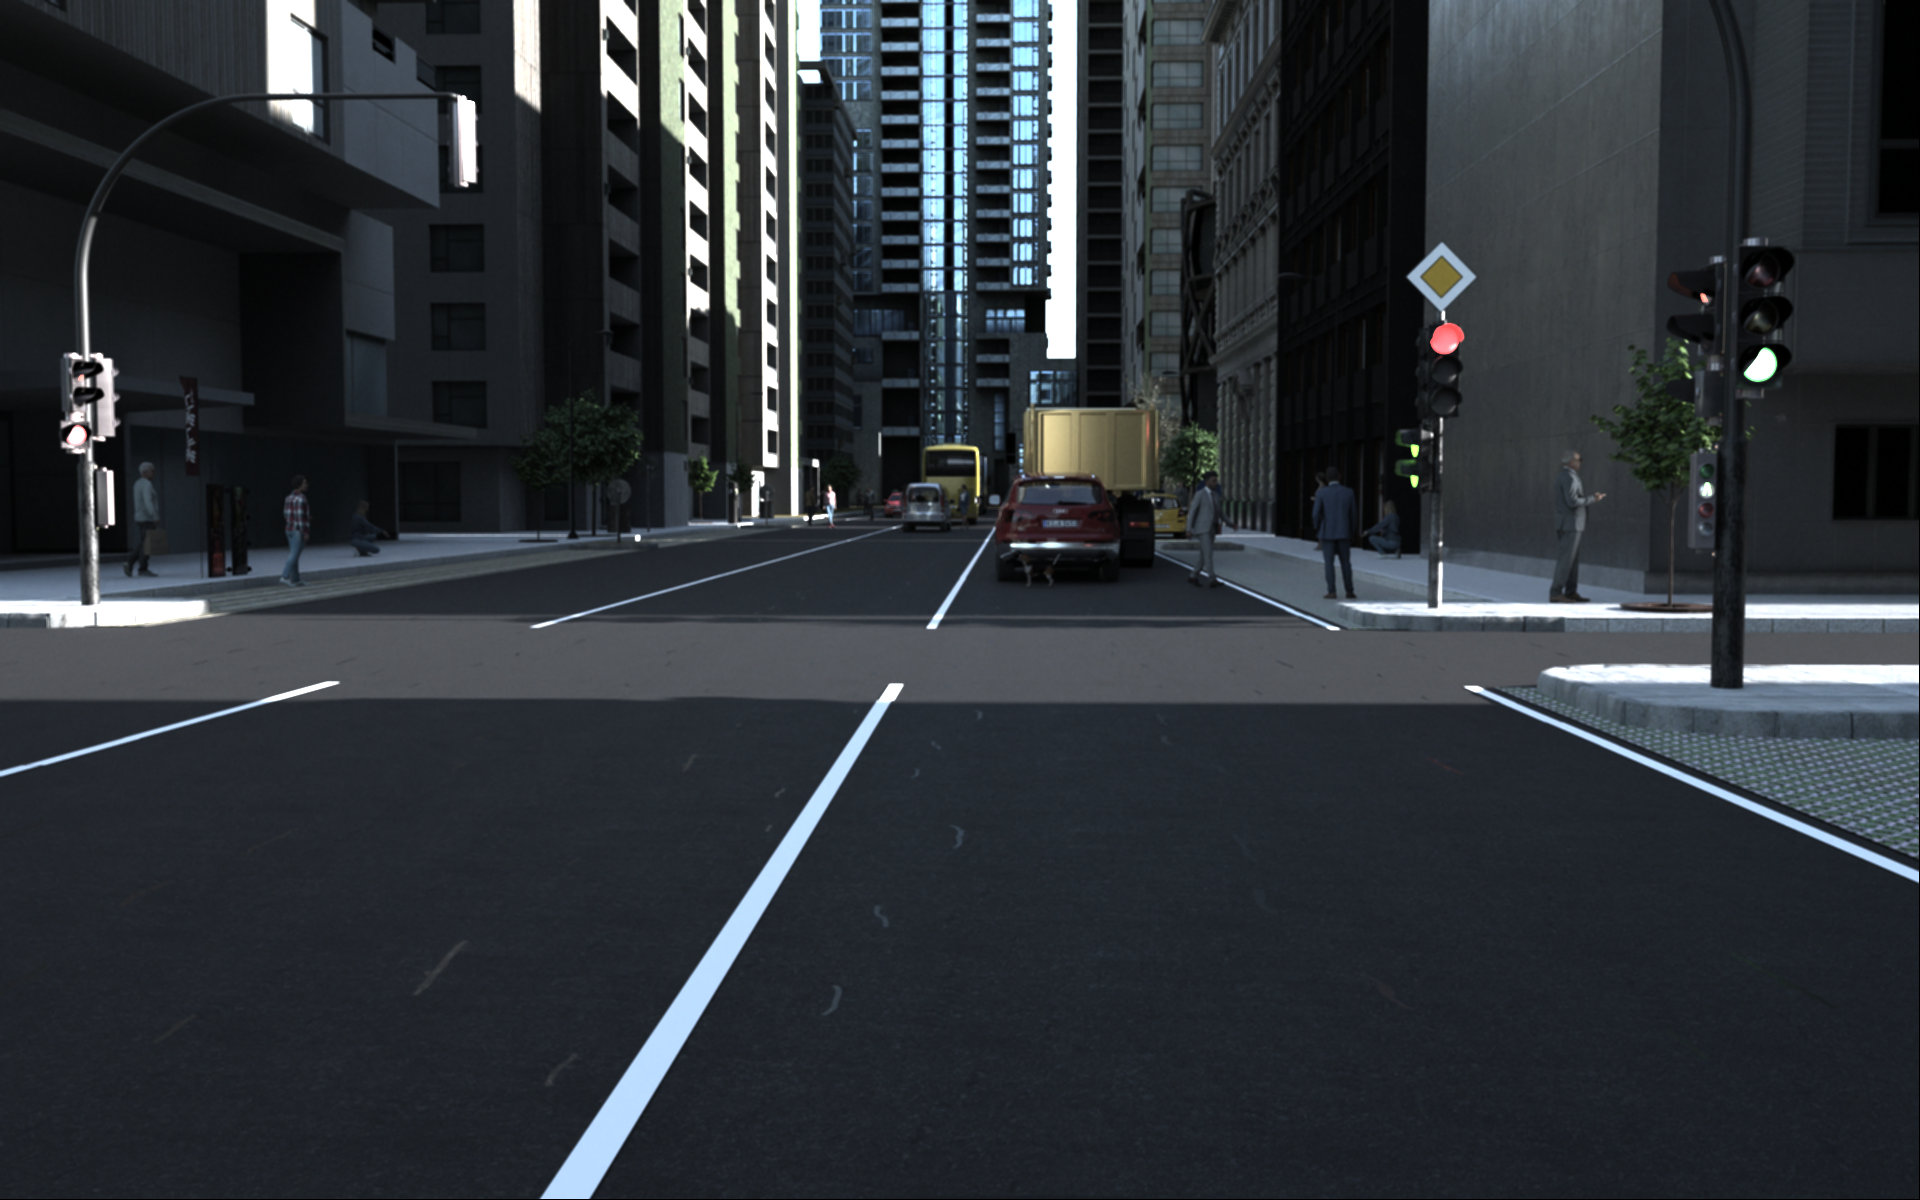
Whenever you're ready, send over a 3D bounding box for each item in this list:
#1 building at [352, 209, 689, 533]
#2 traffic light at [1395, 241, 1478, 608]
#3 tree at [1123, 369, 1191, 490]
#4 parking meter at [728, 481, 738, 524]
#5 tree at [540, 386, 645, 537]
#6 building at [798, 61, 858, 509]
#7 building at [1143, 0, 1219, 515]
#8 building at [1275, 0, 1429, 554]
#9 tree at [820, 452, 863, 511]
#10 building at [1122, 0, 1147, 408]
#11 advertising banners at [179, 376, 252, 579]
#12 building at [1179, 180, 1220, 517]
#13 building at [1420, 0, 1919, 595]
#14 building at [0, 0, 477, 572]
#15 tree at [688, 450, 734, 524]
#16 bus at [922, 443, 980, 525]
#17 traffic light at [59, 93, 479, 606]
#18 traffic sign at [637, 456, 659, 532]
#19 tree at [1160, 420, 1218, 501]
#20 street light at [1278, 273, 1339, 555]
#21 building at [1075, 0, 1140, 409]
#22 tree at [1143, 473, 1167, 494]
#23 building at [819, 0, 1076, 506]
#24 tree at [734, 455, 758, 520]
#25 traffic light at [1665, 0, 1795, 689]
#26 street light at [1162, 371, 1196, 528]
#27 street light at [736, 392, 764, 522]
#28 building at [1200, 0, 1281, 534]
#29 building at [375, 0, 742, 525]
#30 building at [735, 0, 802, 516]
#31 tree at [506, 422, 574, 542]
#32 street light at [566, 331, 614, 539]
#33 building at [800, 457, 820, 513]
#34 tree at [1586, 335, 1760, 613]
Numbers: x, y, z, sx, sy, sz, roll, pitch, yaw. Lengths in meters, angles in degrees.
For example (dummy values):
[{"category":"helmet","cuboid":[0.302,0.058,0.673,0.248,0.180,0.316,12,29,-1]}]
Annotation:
[{"category":"building","cuboid":[-18.221,-17.788,62.537,14.160,30.474,14.107,0,4,2]},{"category":"traffic light","cuboid":[5.330,-1.864,19.395,0.839,4.253,0.868,0,4,2]},{"category":"tree","cuboid":[11.359,-9.244,101.499,4.360,8.622,3.978,0,3,0]},{"category":"parking meter","cuboid":[-9.796,-4.222,74.735,0.399,1.863,0.255,2,4,26]},{"category":"tree","cuboid":[-11.225,-4.217,52.660,4.285,4.588,4.351,0,3,0]},{"category":"building","cuboid":[-21.675,-28.301,154.601,23.993,40.220,32.217,0,4,2]},{"category":"building","cuboid":[18.991,-26.253,112.826,14.154,41.232,14.086,0,4,2]},{"category":"building","cuboid":[15.490,-13.107,43.978,12.332,23.373,15.834,0,4,2]},{"category":"tree","cuboid":[-9.147,-9.185,133.885,4.285,4.588,4.351,0,3,0]},{"category":"building","cuboid":[26.798,-33.285,133.444,28.713,52.752,27.495,0,4,2]},{"category":"advertising banners","cuboid":[-11.466,-1.865,26.680,0.090,3.025,2.074,0,4,3]},{"category":"building","cuboid":[19.276,-13.360,85.886,16.820,18.784,16.811,0,4,2]},{"category":"building","cuboid":[23.833,-12.673,26.265,30.058,24.678,14.314,0,4,2]},{"category":"building","cuboid":[-27.181,-27.165,33.386,28.713,52.752,27.495,0,4,2]},{"category":"tree","cuboid":[-11.261,-4.966,75.789,1.663,3.219,1.824,0,3,0]},{"category":"bus","cuboid":[-0.417,-5.569,82.594,2.896,3.916,12.252,0,3,0]},{"category":"traffic light","cuboid":[-7.930,-2.763,19.847,4.771,5.953,1.251,0,4,2]},{"category":"traffic sign","cuboid":[-10.483,-3.554,58.217,0.768,2.556,0.104,0,4,5]},{"category":"tree","cuboid":[10.238,-5.603,75.325,4.285,4.588,4.351,0,3,0]},{"category":"street light","cuboid":[7.384,-3.916,36.564,1.470,5.913,1.316,0,4,2]},{"category":"building","cuboid":[23.052,-45.835,187.646,20.611,71.187,20.563,0,4,2]},{"category":"tree","cuboid":[9.674,-5.637,86.765,1.663,3.219,1.824,0,3,0]},{"category":"building","cuboid":[-3.039,-53.596,188.959,31.000,86.520,22.319,0,4,2]},{"category":"tree","cuboid":[-10.593,-5.501,84.549,1.663,3.219,1.824,0,3,0]},{"category":"traffic light","cuboid":[2.975,-2.243,11.341,4.771,5.953,1.251,0,4,2]},{"category":"street light","cuboid":[8.314,-5.683,65.457,1.470,5.913,1.316,0,4,2]},{"category":"street light","cuboid":[-9.592,-6.496,78.751,1.470,5.913,1.316,0,4,2]},{"category":"building","cuboid":[15.093,-14.255,61.940,11.050,23.489,19.941,0,4,2]},{"category":"building","cuboid":[-18.857,-19.140,84.636,14.160,30.474,14.107,0,4,2]},{"category":"building","cuboid":[-17.262,-25.604,102.216,14.154,41.232,14.086,0,4,2]},{"category":"tree","cuboid":[-11.186,-3.170,46.424,1.663,3.219,1.824,0,3,0]},{"category":"street light","cuboid":[-10.536,-4.698,49.357,1.470,5.913,1.316,0,4,2]},{"category":"building","cuboid":[-20.526,-41.656,119.325,20.563,71.187,20.611,0,4,2]},{"category":"tree","cuboid":[7.841,-1.488,18.929,1.663,3.219,1.824,0,3,0]}]
